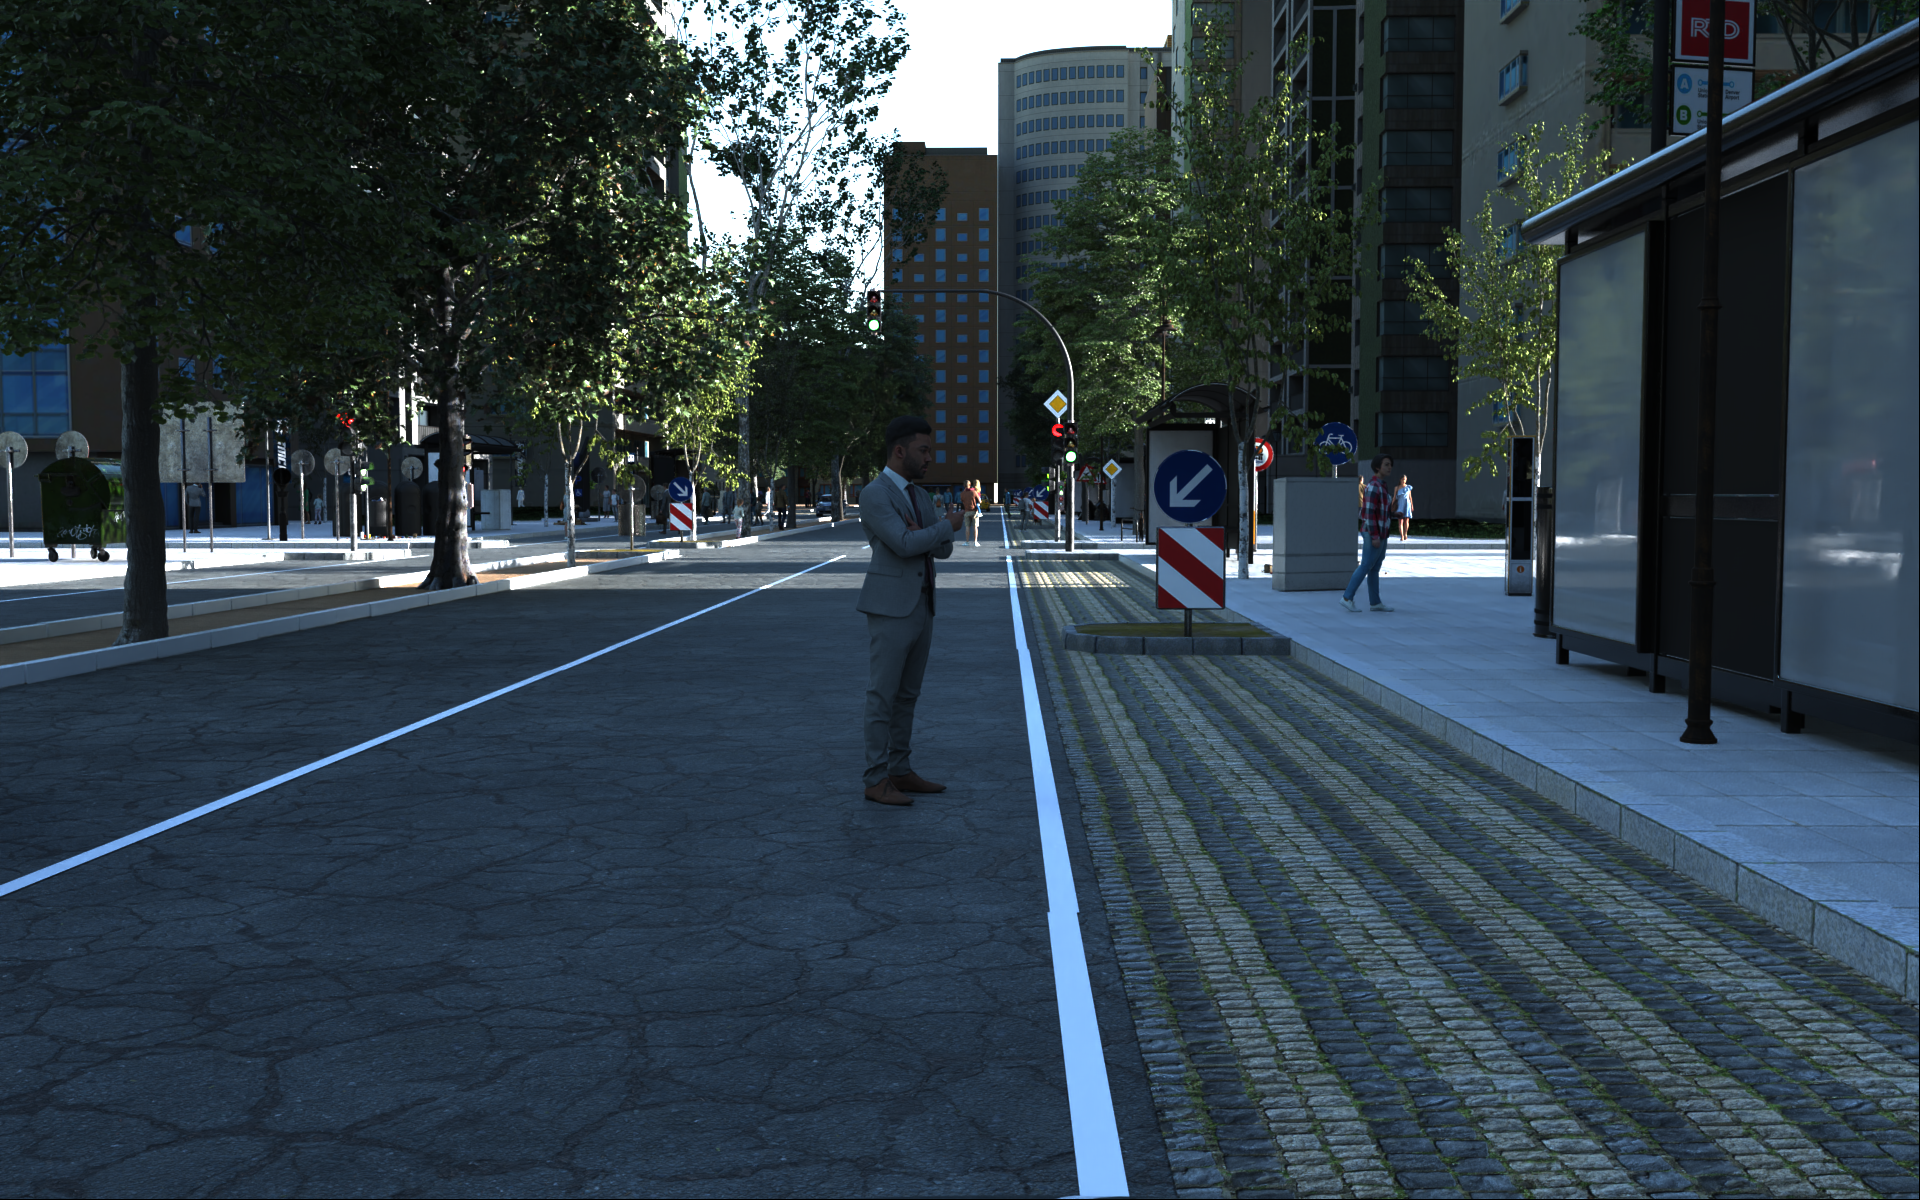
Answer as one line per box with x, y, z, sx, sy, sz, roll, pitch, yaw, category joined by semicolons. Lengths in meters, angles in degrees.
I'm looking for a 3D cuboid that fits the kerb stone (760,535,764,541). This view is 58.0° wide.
-6.195;-1.885;53.027;0.120;0.150;1.000;0;4;1;kerb stone

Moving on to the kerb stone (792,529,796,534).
-6.006;-2.387;61.219;0.120;0.150;1.000;0;4;1;kerb stone

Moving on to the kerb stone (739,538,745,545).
-6.281;-1.635;48.925;0.120;0.150;1.000;0;4;1;kerb stone

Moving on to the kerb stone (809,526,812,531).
-5.892;-2.700;66.341;0.120;0.150;1.000;0;4;1;kerb stone

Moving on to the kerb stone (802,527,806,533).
-5.937;-2.575;64.293;0.120;0.150;1.000;0;4;1;kerb stone

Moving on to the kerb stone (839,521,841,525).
-5.610;-3.451;78.624;0.120;0.150;1.000;0;4;1;kerb stone

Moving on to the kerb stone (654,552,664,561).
-6.554;-0.912;37.104;0.120;0.150;1.000;0;4;1;kerb stone

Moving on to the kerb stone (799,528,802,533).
-5.971;-2.511;63.271;0.120;0.150;1.000;0;4;1;kerb stone

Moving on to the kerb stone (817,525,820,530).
-5.816;-2.887;69.406;0.120;0.150;1.000;0;4;1;kerb stone

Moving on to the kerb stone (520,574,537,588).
-6.789;-0.284;26.870;0.120;0.150;1.000;0;4;1;kerb stone

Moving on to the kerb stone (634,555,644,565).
-6.606;-0.786;35.053;0.120;0.150;1.000;0;4;1;kerb stone

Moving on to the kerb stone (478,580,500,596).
-6.834;-0.159;24.824;0.120;0.150;1.000;0;4;1;kerb stone

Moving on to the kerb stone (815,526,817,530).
-5.847;-2.822;68.385;0.120;0.150;1.000;0;4;1;kerb stone

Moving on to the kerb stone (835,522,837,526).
-5.663;-3.326;76.571;0.120;0.150;1.000;0;4;1;kerb stone

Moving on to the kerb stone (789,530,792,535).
-6.034;-2.324;60.194;0.120;0.150;1.000;0;4;1;kerb stone

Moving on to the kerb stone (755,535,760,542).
-6.218;-1.821;51.997;0.120;0.150;1.000;0;4;1;kerb stone

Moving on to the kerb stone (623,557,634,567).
-6.627;-0.721;34.031;0.120;0.150;1.000;0;4;1;kerb stone

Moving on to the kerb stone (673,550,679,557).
-6.510;-1.037;39.147;0.120;0.150;1.000;0;4;1;kerb stone

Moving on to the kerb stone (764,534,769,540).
-6.167;-1.948;54.050;0.120;0.150;1.000;0;4;1;kerb stone

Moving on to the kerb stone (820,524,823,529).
-5.801;-2.950;70.430;0.120;0.150;1.000;0;4;1;kerb stone

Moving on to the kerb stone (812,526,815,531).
-5.870;-2.763;67.363;0.120;0.150;1.000;0;4;1;kerb stone

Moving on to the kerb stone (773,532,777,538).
-6.125;-2.068;56.095;0.120;0.150;1.000;0;4;1;kerb stone

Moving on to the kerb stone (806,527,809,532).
-5.914;-2.636;65.318;0.120;0.150;1.000;0;4;1;kerb stone

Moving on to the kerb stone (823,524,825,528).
-5.776;-3.010;71.454;0.120;0.150;1.000;0;4;1;kerb stone

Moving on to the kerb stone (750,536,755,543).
-6.243;-1.760;50.975;0.120;0.150;1.000;0;4;1;kerb stone

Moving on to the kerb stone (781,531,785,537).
-6.080;-2.195;58.147;0.120;0.150;1.000;0;4;1;kerb stone

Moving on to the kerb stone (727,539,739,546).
-6.313;-1.572;47.903;0.120;0.150;1.000;0;4;1;kerb stone

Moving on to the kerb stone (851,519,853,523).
-5.475;-3.828;84.781;0.120;0.150;1.000;0;4;1;kerb stone

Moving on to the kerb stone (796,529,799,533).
-5.991;-2.449;62.243;0.120;0.150;1.000;0;4;1;kerb stone

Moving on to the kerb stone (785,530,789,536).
-6.059;-2.261;59.169;0.120;0.150;1.000;0;4;1;kerb stone

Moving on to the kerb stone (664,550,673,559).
-6.531;-0.974;38.126;0.120;0.150;1.000;0;4;1;kerb stone

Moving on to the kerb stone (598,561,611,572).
-6.673;-0.597;31.985;0.120;0.150;1.000;0;4;1;kerb stone

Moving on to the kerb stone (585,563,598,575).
-6.693;-0.536;30.963;0.120;0.150;1.000;0;4;1;kerb stone

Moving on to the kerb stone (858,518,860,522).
-5.378;-4.079;88.885;0.120;0.150;1.000;0;4;1;kerb stone

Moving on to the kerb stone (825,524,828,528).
-5.752;-3.064;72.481;0.120;0.150;1.000;0;4;1;kerb stone

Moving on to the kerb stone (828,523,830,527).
-5.736;-3.138;73.505;0.120;0.150;1.000;0;4;1;kerb stone

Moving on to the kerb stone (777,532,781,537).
-6.104;-2.136;57.121;0.120;0.150;1.000;0;4;1;kerb stone

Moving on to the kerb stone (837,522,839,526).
-5.642;-3.389;77.598;0.120;0.150;1.000;0;4;1;kerb stone

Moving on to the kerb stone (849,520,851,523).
-5.507;-3.764;83.741;0.120;0.150;1.000;0;4;1;kerb stone

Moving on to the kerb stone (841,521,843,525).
-5.591;-3.514;79.646;0.120;0.150;1.000;0;4;1;kerb stone

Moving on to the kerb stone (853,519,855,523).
-5.449;-3.891;85.819;0.120;0.150;1.000;0;4;1;kerb stone

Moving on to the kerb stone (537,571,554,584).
-6.772;-0.348;27.898;0.120;0.150;1.000;0;4;1;kerb stone

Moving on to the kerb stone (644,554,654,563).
-6.578;-0.846;36.082;0.120;0.150;1.000;0;4;1;kerb stone

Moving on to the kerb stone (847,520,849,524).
-5.523;-3.702;82.717;0.120;0.150;1.000;0;4;1;kerb stone

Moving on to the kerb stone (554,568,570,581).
-6.733;-0.411;28.920;0.120;0.150;1.000;0;4;1;kerb stone

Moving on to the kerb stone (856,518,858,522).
-5.401;-4.016;87.863;0.120;0.150;1.000;0;4;1;kerb stone

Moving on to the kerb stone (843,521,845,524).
-5.569;-3.576;80.668;0.120;0.150;1.000;0;4;1;kerb stone

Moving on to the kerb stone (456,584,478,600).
-6.864;-0.094;23.795;0.120;0.150;1.000;0;4;1;kerb stone

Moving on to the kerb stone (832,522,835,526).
-5.685;-3.263;75.549;0.120;0.150;1.000;0;4;1;kerb stone

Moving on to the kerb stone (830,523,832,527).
-5.708;-3.201;74.527;0.120;0.150;1.000;0;4;1;kerb stone

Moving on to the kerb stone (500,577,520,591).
-6.811;-0.223;25.846;0.120;0.150;1.000;0;4;1;kerb stone

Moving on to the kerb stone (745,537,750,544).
-6.261;-1.697;49.948;0.120;0.150;1.000;0;4;1;kerb stone

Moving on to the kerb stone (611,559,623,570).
-6.646;-0.661;33.007;0.120;0.150;1.000;0;4;1;kerb stone

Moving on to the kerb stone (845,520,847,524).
-5.553;-3.634;81.695;0.120;0.150;1.000;0;4;1;kerb stone

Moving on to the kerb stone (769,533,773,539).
-6.152;-2.011;55.072;0.120;0.150;1.000;0;4;1;kerb stone

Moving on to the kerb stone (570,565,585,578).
-6.712;-0.474;29.942;0.120;0.150;1.000;0;4;1;kerb stone
